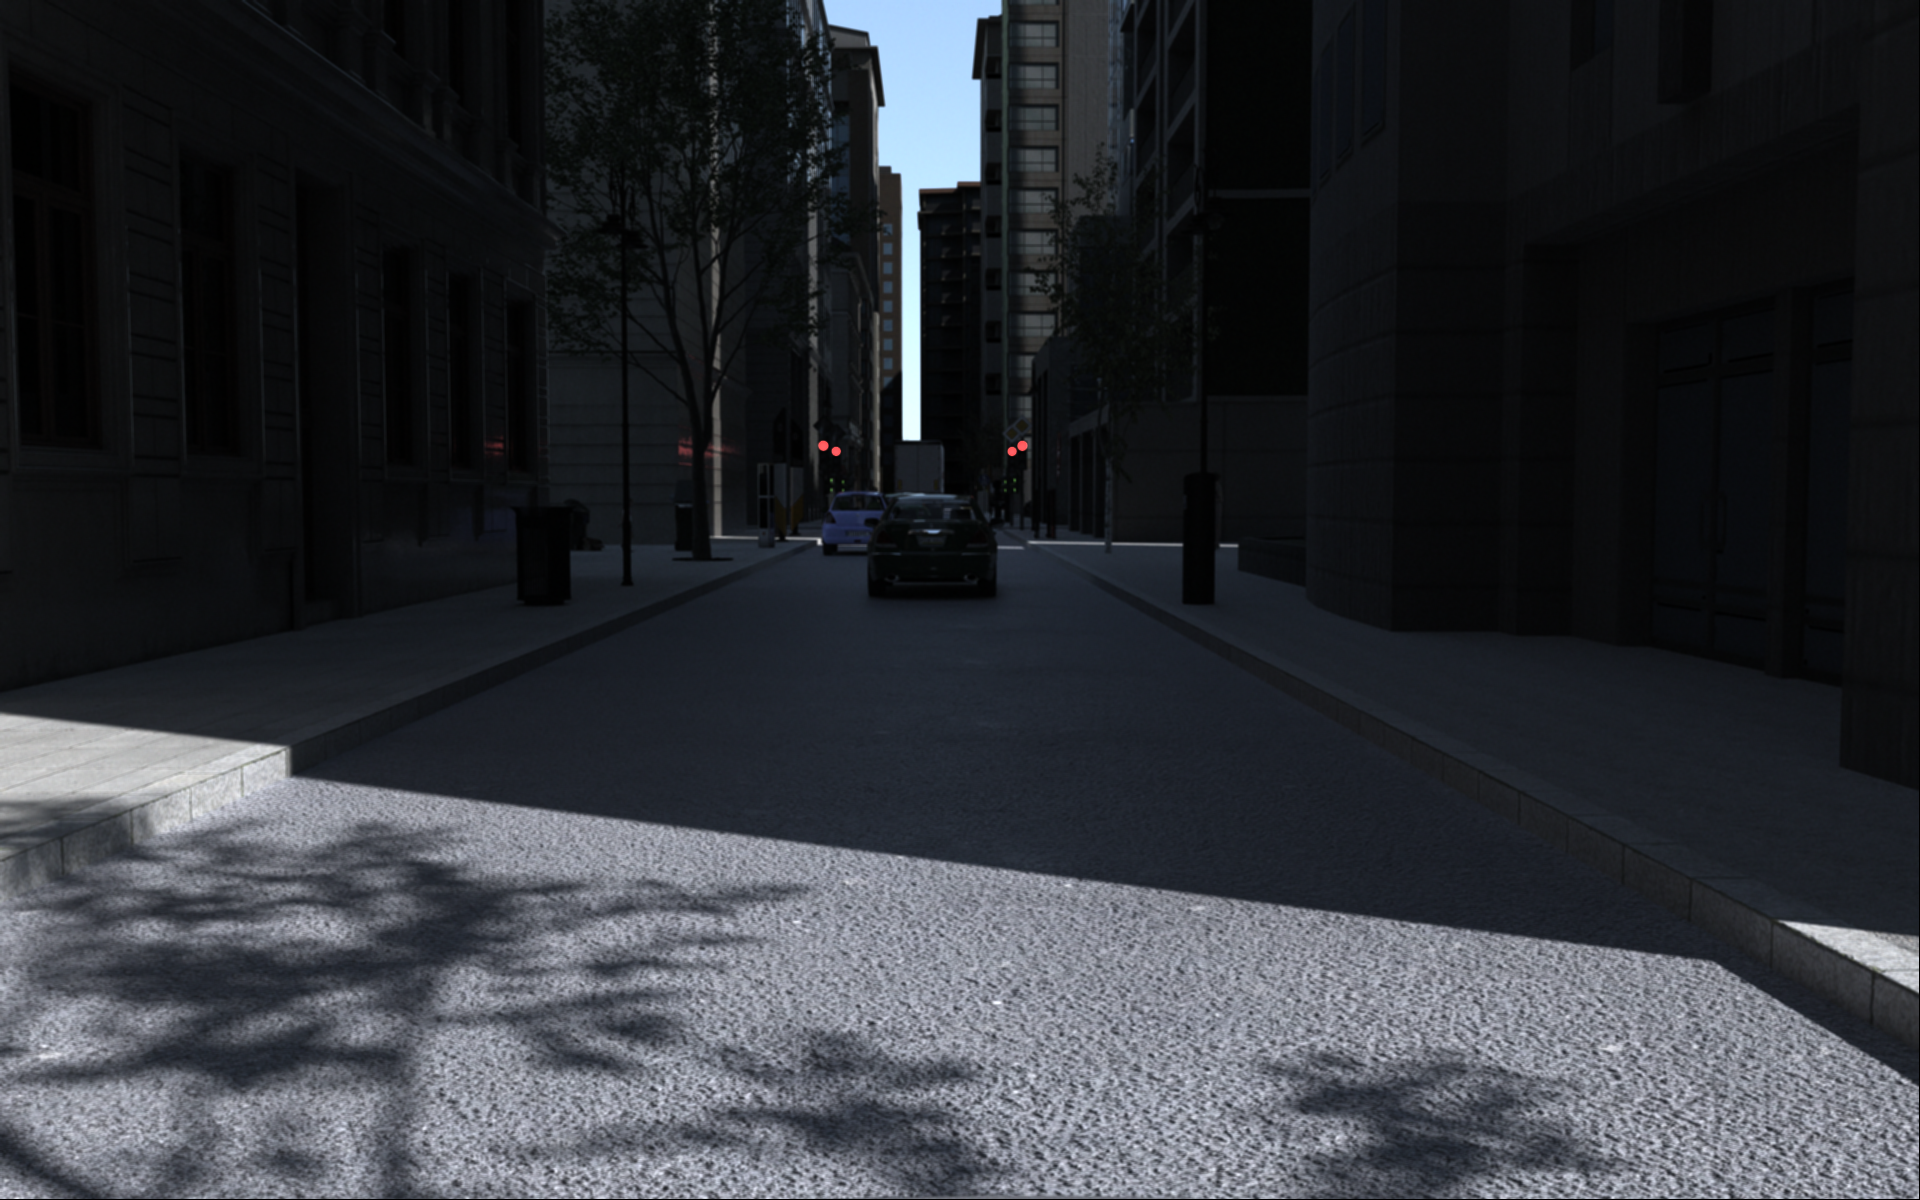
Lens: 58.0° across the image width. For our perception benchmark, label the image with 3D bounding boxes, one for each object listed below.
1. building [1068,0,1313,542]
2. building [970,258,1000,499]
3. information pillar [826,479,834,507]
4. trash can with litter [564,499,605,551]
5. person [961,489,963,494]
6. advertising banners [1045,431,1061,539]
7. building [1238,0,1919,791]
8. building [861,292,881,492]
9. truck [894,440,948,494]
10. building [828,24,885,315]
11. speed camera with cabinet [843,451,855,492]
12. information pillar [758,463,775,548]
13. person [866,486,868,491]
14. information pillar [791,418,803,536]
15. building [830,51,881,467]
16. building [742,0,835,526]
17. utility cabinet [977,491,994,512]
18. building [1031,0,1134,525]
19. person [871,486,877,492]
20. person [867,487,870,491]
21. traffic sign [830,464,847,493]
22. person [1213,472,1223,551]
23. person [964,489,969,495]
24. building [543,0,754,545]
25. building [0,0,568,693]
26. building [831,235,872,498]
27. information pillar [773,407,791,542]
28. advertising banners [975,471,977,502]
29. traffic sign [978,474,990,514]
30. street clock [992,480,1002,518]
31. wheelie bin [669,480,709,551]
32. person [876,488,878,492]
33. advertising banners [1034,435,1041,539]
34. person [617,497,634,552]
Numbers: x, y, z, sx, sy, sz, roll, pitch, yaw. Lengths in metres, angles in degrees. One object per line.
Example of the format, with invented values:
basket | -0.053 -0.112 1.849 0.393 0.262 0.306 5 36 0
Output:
building | 14.154 -37.322 48.462 20.563 71.187 20.611 0 4 -1
building | 8.192 -26.965 212.580 14.160 30.474 14.107 0 4 -1
information pillar | -5.173 -3.908 68.395 0.304 2.012 0.304 3 5 42
trash can with litter | -8.510 -1.710 39.342 1.055 1.170 0.624 2 4 33
person | 0.314 -12.081 203.584 0.705 1.822 1.348 0 4 1
advertising banners | 2.659 -3.250 49.323 0.090 3.025 2.074 0 4 -7
building | 14.473 -29.021 16.499 21.231 58.520 28.212 0 4 -1
building | -21.540 -19.185 158.717 27.650 21.520 28.899 0 4 -1
truck | -2.150 -6.550 96.009 2.839 4.237 11.283 0 4 1
building | -22.894 -37.574 203.580 27.495 52.752 28.713 0 4 -1
speed camera with cabinet | -5.163 -5.226 79.775 0.660 3.252 2.038 0 4 -2
information pillar | -4.641 -2.264 41.511 0.304 2.012 0.304 1 4 21
person | -6.013 -6.576 113.752 0.583 1.804 0.606 3 5 44
information pillar | -5.058 -3.808 53.611 0.183 3.616 0.504 3 5 39
building | -16.094 -32.395 179.770 14.600 45.320 14.200 0 4 -1
building | -12.489 -18.739 83.869 11.434 29.767 29.804 0 4 -1
utility cabinet | 1.844 -7.062 124.139 1.173 1.500 0.318 -1 4 -18
building | 18.976 -46.920 79.808 31.000 86.520 22.319 0 4 -1
person | -6.168 -7.164 123.159 0.794 1.824 0.713 1 4 17
person | -5.899 -6.349 110.595 0.760 1.731 0.466 0 4 8
traffic sign | -5.084 -4.421 72.382 0.768 2.556 0.104 0 4 7
person | 5.744 -2.013 39.292 0.374 1.781 0.599 0 4 -7
person | 0.768 -10.887 184.049 0.705 1.823 1.348 2 4 31
building | -28.633 -16.755 50.363 44.131 29.872 17.030 0 4 -1
building | -11.237 -11.021 16.351 11.583 22.565 21.152 0 4 -1
building | -12.041 -16.411 119.232 10.553 20.767 40.483 0 4 -1
information pillar | -4.848 -3.383 46.668 0.183 3.616 0.504 -3 5 -41
advertising banners | 1.247 -8.400 133.530 0.090 3.025 2.074 0 4 4
traffic sign | 1.552 -6.725 110.058 0.768 2.556 0.104 1 4 9
street clock | 1.894 -5.126 88.381 0.471 2.002 0.358 -2 4 -32
wheelie bin | -6.104 -1.913 39.187 0.980 1.594 0.693 0 4 7
person | -6.504 -7.864 134.959 0.623 1.781 0.721 -3 5 -45
advertising banners | 2.288 -3.330 50.632 0.090 3.025 2.074 0 4 7
person | -7.392 -1.660 38.193 0.382 1.210 0.505 -1 4 -18
